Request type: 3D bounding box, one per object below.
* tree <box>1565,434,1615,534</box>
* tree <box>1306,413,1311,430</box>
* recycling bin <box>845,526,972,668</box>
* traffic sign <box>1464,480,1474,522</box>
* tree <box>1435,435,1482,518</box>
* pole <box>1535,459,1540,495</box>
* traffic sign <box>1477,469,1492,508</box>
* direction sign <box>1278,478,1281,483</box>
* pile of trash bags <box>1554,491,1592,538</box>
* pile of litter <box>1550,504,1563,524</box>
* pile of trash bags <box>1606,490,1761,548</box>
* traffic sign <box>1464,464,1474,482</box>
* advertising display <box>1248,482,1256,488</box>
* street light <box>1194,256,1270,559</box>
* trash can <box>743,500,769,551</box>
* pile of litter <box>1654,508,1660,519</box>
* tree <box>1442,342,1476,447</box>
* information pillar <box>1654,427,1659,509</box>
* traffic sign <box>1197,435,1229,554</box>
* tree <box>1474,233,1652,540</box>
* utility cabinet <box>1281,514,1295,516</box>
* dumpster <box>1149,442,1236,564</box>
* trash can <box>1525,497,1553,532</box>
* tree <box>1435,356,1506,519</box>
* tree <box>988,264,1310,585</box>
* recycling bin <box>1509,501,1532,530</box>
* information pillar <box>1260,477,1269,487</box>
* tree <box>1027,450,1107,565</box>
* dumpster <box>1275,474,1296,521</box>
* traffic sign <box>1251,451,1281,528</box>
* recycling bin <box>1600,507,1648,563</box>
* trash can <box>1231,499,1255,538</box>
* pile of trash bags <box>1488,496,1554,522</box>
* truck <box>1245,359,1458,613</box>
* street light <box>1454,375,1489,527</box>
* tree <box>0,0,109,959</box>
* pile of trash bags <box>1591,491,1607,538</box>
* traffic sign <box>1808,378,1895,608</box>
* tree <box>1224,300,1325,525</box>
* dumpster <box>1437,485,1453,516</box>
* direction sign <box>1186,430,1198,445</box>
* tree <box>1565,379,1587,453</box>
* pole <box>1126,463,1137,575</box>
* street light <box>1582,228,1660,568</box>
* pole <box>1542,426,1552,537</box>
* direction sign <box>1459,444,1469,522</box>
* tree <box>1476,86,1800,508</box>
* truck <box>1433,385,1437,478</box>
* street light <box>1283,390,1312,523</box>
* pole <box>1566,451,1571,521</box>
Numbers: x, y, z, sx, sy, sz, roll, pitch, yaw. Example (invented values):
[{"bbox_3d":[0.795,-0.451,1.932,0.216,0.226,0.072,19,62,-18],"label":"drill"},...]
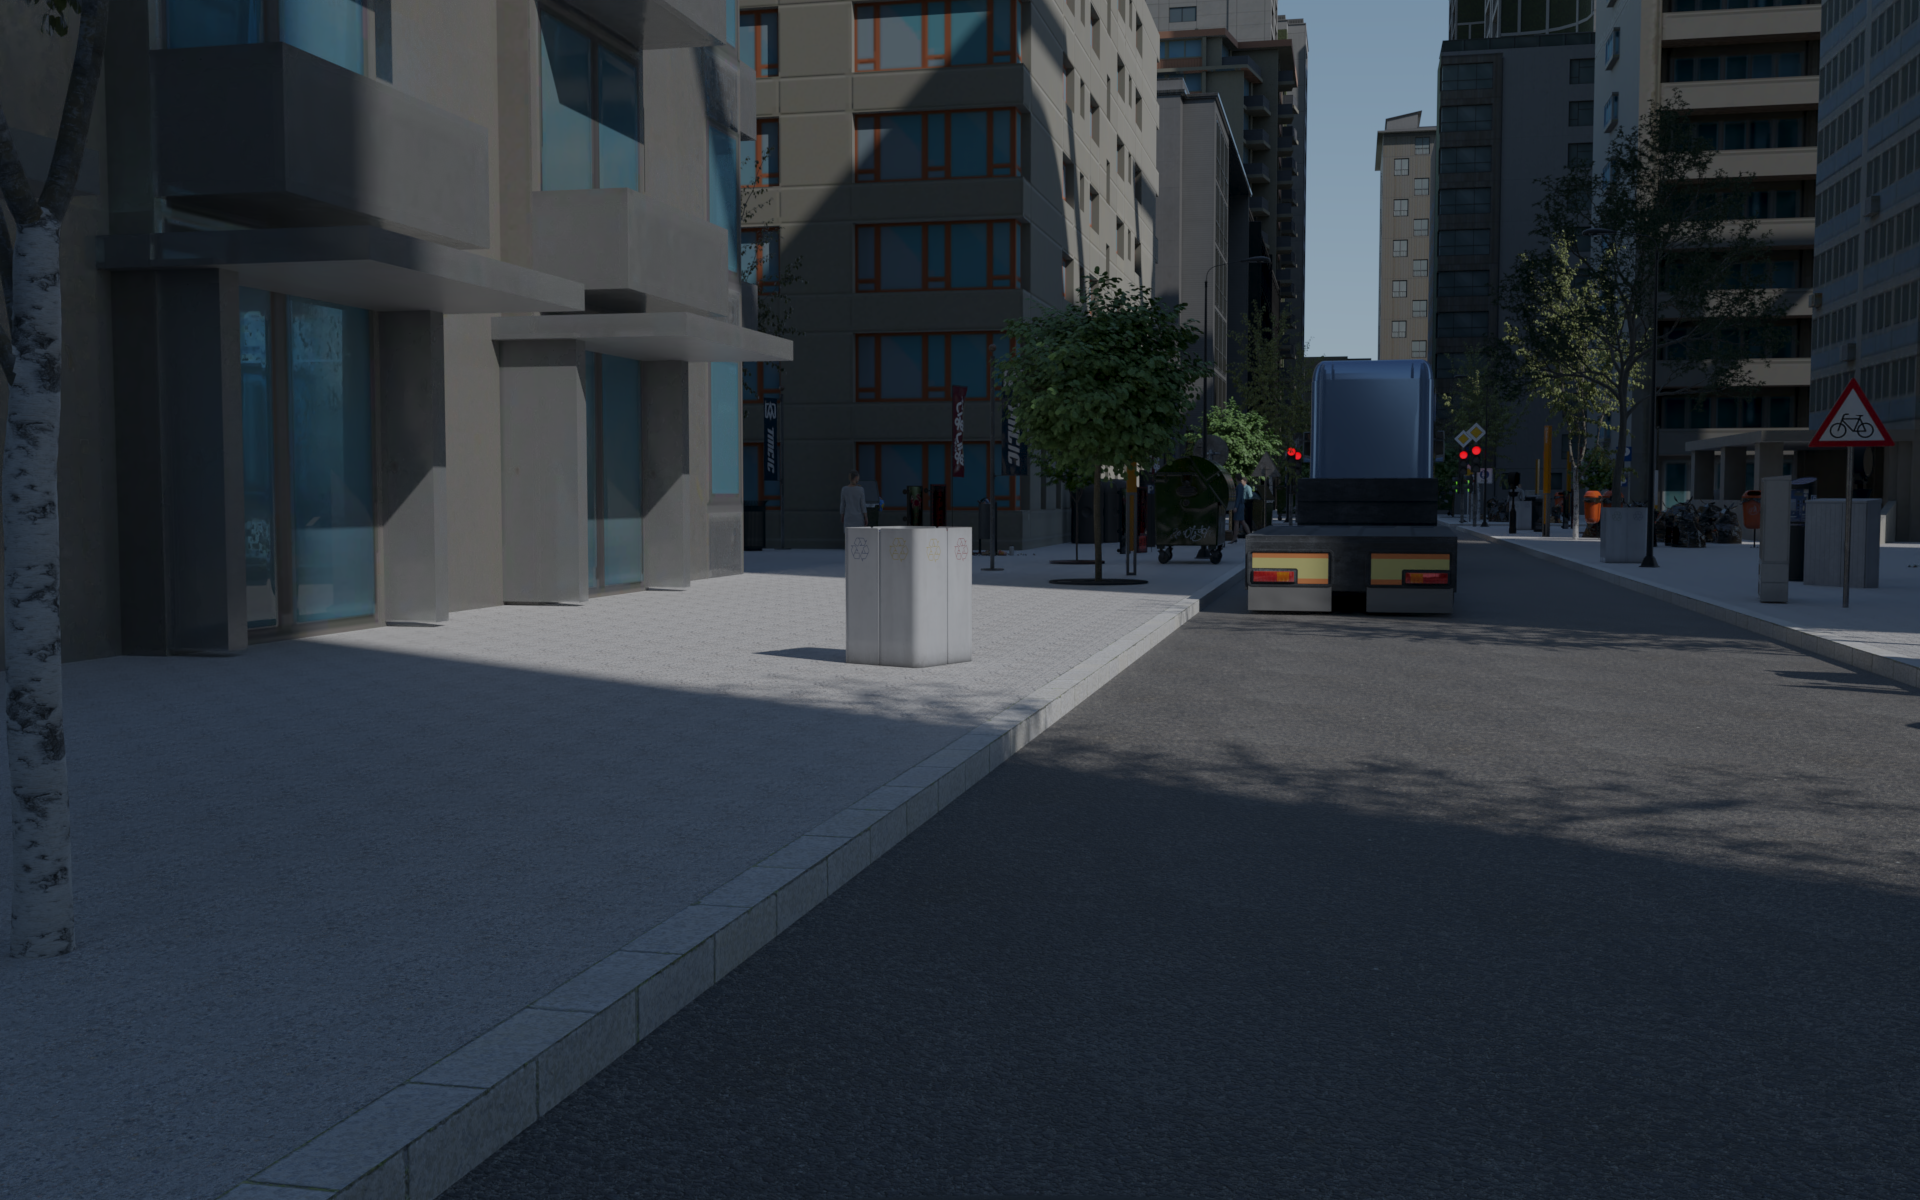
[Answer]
[{"bbox_3d":[20.441,-3.757,56.029,1.663,3.219,1.824,0,3,0],"label":"tree"},{"bbox_3d":[28.729,-11.595,139.944,4.360,8.622,3.978,0,3,0],"label":"tree"},{"bbox_3d":[-0.389,-0.039,13.192,0.722,1.027,0.722,3,4,36],"label":"recycling bin"},{"bbox_3d":[23.471,-4.866,79.664,0.768,2.556,0.104,1,4,14],"label":"traffic sign"},{"bbox_3d":[27.107,-6.815,95.140,4.285,4.588,4.351,0,3,0],"label":"tree"},{"bbox_3d":[33.799,-6.579,101.411,0.158,3.312,0.155,0,3,0],"label":"pole"},{"bbox_3d":[20.881,-4.090,68.999,0.606,2.300,0.079,1,4,22],"label":"traffic sign"},{"bbox_3d":[26.451,-9.214,142.645,0.379,3.537,0.876,-1,4,-18],"label":"direction sign"},{"bbox_3d":[19.067,-2.496,50.558,1.912,1.369,3.447,3,5,43],"label":"pile of trash bags"},{"bbox_3d":[26.046,-3.813,76.313,1.176,0.858,1.719,1,4,14],"label":"pile of litter"},{"bbox_3d":[17.710,-1.971,41.979,3.447,1.369,1.912,2,4,30],"label":"pile of trash bags"},{"bbox_3d":[22.401,-4.683,76.305,0.795,2.593,0.064,1,4,21],"label":"traffic sign"},{"bbox_3d":[13.091,-4.417,77.437,0.123,1.923,0.974,-1,4,-13],"label":"advertising display"},{"bbox_3d":[5.371,-3.767,34.125,1.470,5.913,1.316,1,4,13],"label":"street light"},{"bbox_3d":[-4.683,-1.676,39.058,0.748,1.137,0.748,0,3,0],"label":"trash can"},{"bbox_3d":[21.136,-2.415,53.452,1.719,0.858,1.176,-1,4,-20],"label":"pile of litter"},{"bbox_3d":[25.046,-8.120,83.129,4.737,8.622,4.395,0,3,0],"label":"tree"},{"bbox_3d":[24.374,-4.236,60.613,0.183,3.616,0.504,1,4,18],"label":"information pillar"},{"bbox_3d":[5.384,-2.274,37.286,0.768,2.556,0.104,1,4,16],"label":"traffic sign"},{"bbox_3d":[17.150,-5.972,47.999,4.737,8.622,4.395,0,3,0],"label":"tree"},{"bbox_3d":[18.968,-5.438,100.065,1.020,1.237,0.306,-1,4,-19],"label":"utility cabinet"},{"bbox_3d":[4.337,-1.828,32.375,1.502,2.255,1.985,1,4,13],"label":"dumpster"},{"bbox_3d":[19.662,-2.873,58.627,0.748,1.137,0.748,0,3,0],"label":"trash can"},{"bbox_3d":[26.312,-8.504,89.406,4.360,8.622,3.978,0,3,0],"label":"tree"},{"bbox_3d":[2.076,-2.520,24.917,4.285,4.588,4.351,0,3,0],"label":"tree"},{"bbox_3d":[19.991,-3.010,61.763,0.722,1.027,0.722,1,4,12],"label":"recycling bin"},{"bbox_3d":[12.183,-3.962,69.266,0.304,2.012,0.304,-3,5,-40],"label":"information pillar"},{"bbox_3d":[2.025,-2.281,31.903,1.663,3.219,1.824,0,3,0],"label":"tree"},{"bbox_3d":[15.861,-4.937,83.219,1.502,2.255,1.985,1,4,13],"label":"dumpster"},{"bbox_3d":[9.249,-3.205,52.401,0.884,2.594,0.081,1,4,15],"label":"traffic sign"},{"bbox_3d":[12.401,-1.212,32.369,0.722,1.027,0.722,1,4,11],"label":"recycling bin"},{"bbox_3d":[8.171,-2.356,50.181,0.748,1.137,0.748,0,3,0],"label":"trash can"},{"bbox_3d":[26.083,-4.263,79.459,3.447,1.369,1.912,1,4,9],"label":"pile of trash bags"},{"bbox_3d":[6.848,-2.414,29.228,2.967,4.110,18.799,1,4,14],"label":"truck"},{"bbox_3d":[19.954,-5.811,67.557,1.470,5.913,1.316,1,4,13],"label":"street light"},{"bbox_3d":[-2.746,-3.326,4.749,4.360,8.622,3.978,0,3,0],"label":"tree"},{"bbox_3d":[18.698,-2.198,45.687,3.447,1.369,1.912,1,4,12],"label":"pile of trash bags"},{"bbox_3d":[10.008,-1.192,19.496,0.884,2.594,0.081,1,4,15],"label":"traffic sign"},{"bbox_3d":[12.084,-7.069,65.937,4.737,8.622,4.395,0,3,0],"label":"tree"},{"bbox_3d":[28.492,-6.106,102.320,1.502,2.255,1.985,1,4,13],"label":"dumpster"},{"bbox_3d":[8.352,-4.249,61.474,0.876,3.537,0.379,-2,4,-31],"label":"direction sign"},{"bbox_3d":[37.613,-9.300,102.416,4.360,8.622,3.978,0,3,0],"label":"tree"},{"bbox_3d":[2.703,-2.044,27.270,0.158,3.312,0.155,0,3,0],"label":"pole"},{"bbox_3d":[11.565,-3.534,30.322,1.470,5.913,1.316,1,4,13],"label":"street light"},{"bbox_3d":[17.529,-3.539,51.711,0.158,3.312,0.155,0,3,0],"label":"pole"},{"bbox_3d":[22.911,-5.308,78.785,0.379,3.537,0.876,3,5,42],"label":"direction sign"},{"bbox_3d":[15.445,-6.444,39.768,7.601,10.594,8.767,2,4,25],"label":"tree"},{"bbox_3d":[12.246,-3.752,50.260,2.839,4.237,11.283,1,4,13],"label":"truck"},{"bbox_3d":[15.205,-6.408,77.314,1.470,5.913,1.316,1,4,13],"label":"street light"},{"bbox_3d":[29.024,-5.427,82.573,0.158,3.312,0.155,0,3,0],"label":"pole"}]
